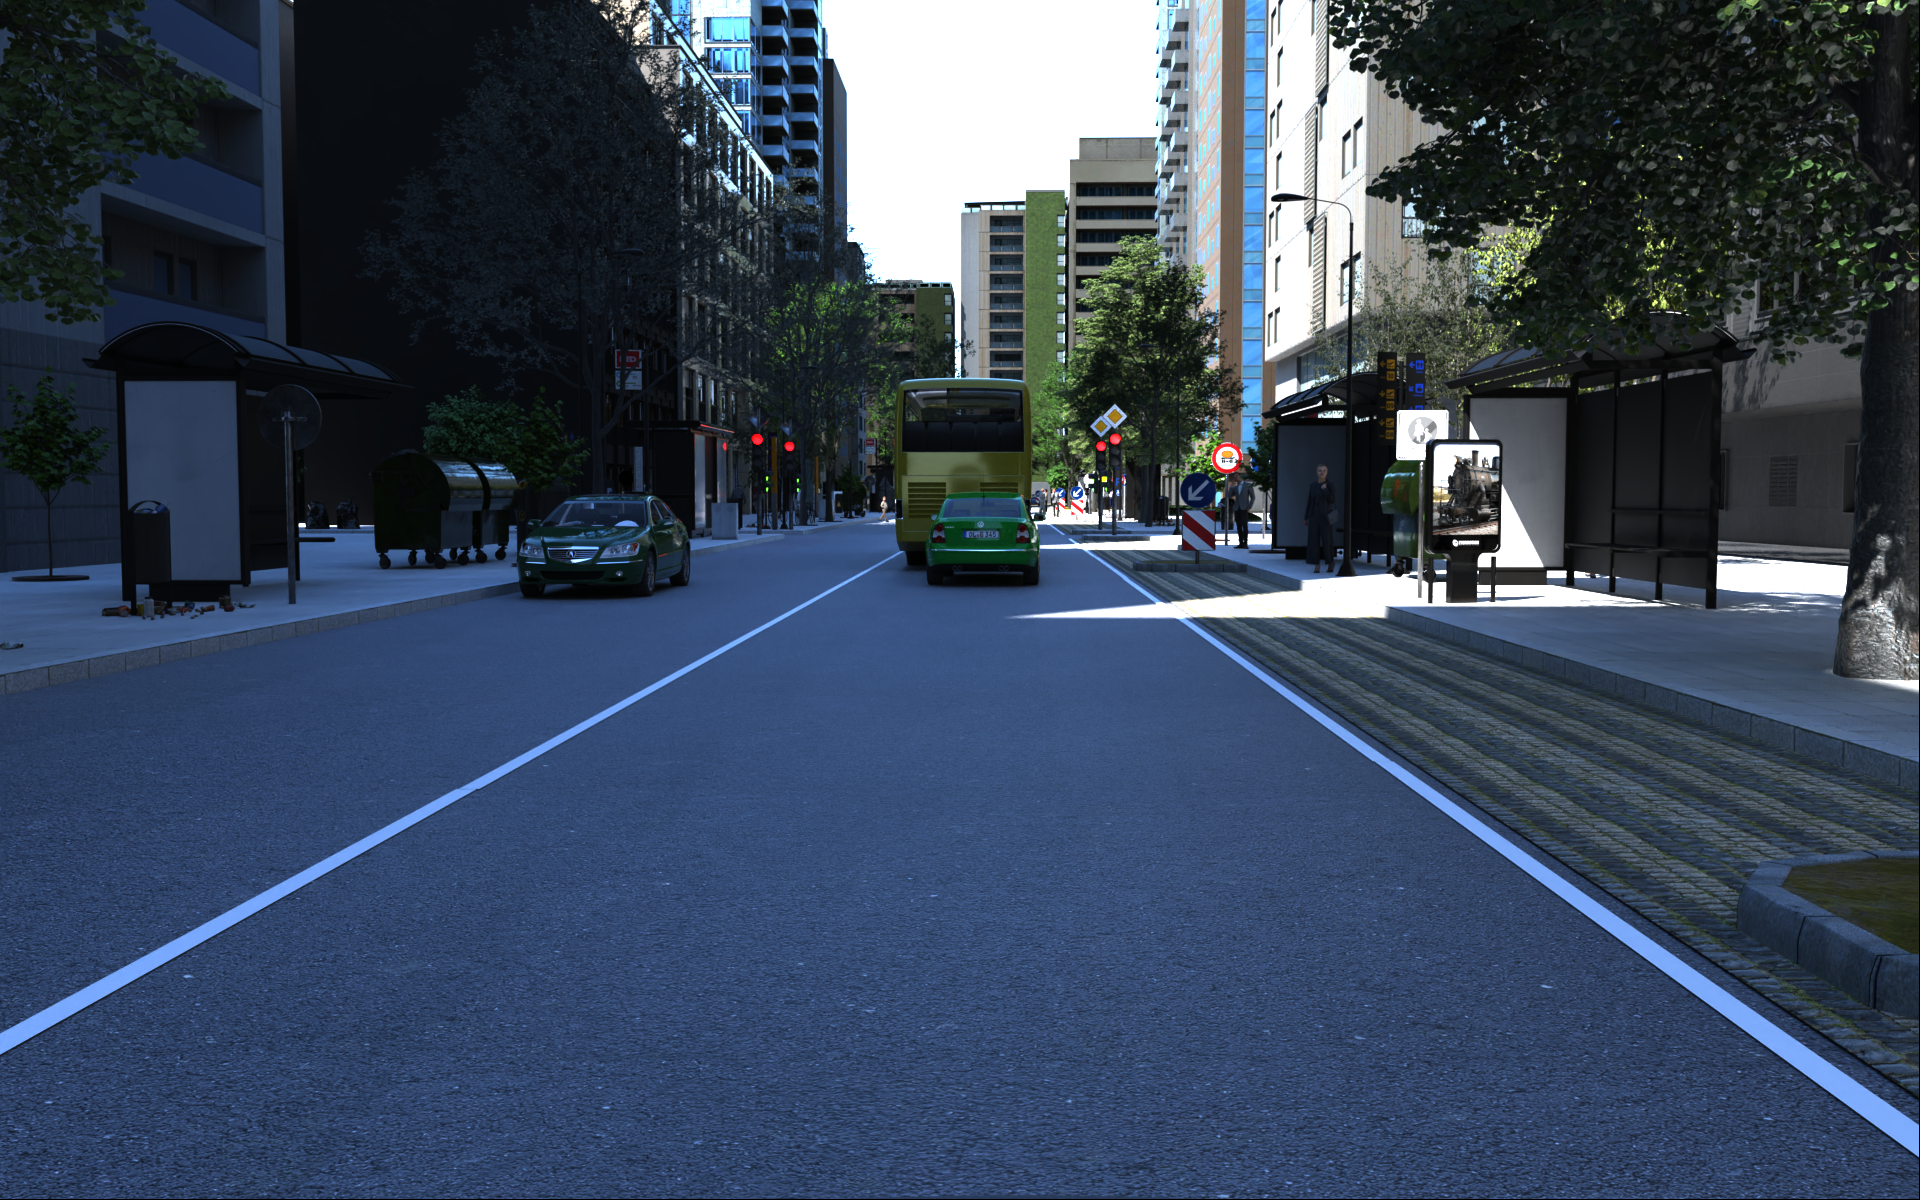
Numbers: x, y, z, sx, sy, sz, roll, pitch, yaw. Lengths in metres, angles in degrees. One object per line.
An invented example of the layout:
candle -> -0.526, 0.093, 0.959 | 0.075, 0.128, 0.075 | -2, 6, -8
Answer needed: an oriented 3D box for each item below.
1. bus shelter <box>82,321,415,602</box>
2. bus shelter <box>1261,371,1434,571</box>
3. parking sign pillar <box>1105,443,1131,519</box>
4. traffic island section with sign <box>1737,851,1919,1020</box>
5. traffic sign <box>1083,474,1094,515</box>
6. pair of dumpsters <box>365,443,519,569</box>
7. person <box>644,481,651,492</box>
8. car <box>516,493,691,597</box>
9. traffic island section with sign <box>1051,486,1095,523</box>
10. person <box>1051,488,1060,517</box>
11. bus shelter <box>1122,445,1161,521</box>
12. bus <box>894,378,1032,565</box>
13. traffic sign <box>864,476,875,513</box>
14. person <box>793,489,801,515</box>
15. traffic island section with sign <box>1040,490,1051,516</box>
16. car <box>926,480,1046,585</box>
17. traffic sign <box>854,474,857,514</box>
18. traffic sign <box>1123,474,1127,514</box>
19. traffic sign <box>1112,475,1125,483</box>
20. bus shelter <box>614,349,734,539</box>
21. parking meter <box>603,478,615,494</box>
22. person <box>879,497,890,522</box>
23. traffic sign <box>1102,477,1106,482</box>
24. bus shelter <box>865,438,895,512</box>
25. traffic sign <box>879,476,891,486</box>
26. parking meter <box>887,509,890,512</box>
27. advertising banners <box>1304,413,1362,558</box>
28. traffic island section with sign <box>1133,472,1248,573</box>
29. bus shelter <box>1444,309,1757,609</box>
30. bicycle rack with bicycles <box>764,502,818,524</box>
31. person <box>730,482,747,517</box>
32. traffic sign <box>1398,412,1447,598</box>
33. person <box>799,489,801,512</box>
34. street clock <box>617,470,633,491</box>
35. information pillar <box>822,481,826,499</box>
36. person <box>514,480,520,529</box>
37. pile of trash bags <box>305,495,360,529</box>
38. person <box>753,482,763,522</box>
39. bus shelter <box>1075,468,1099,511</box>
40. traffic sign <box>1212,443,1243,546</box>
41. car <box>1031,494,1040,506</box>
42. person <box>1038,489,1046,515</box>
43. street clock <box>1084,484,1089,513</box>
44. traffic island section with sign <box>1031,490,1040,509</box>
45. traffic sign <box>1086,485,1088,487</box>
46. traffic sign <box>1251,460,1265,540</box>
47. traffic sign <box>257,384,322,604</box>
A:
bus shelter -> -9.187, -1.783, 23.075 | 2.014, 3.302, 5.546 | 0, 4, 2
bus shelter -> 6.863, -2.289, 31.355 | 2.014, 3.302, 5.546 | 0, 4, 1
parking sign pillar -> 8.352, -6.281, 91.164 | 1.447, 3.967, 1.447 | 0, 4, 5
traffic island section with sign -> 3.526, 0.212, 5.168 | 1.989, 1.847, 2.006 | 0, 4, 2
traffic sign -> 8.076, -6.594, 107.915 | 0.768, 2.556, 0.104 | 1, 4, 10
pair of dumpsters -> -9.359, -1.774, 31.501 | 1.574, 2.255, 4.437 | 0, 4, 1
person -> -12.057, -3.656, 65.996 | 0.592, 1.802, 0.473 | 0, 4, -1
car -> -5.198, -0.852, 25.736 | 2.131, 1.459, 4.920 | 0, 4, 1
traffic island section with sign -> 5.717, -4.767, 86.574 | 1.989, 1.847, 2.006 | 0, 4, 2
person -> 5.939, -6.039, 107.421 | 0.592, 1.802, 0.473 | 0, 4, 5
bus shelter -> 8.857, -5.752, 85.335 | 1.731, 3.624, 6.357 | 0, 4, 1
bus -> 0.132, -2.828, 37.790 | 2.896, 3.916, 12.252 | 0, 4, 1
traffic sign -> -6.236, -7.310, 119.626 | 0.768, 2.556, 0.104 | 1, 4, 11
person -> -9.189, -5.626, 97.899 | 0.514, 1.842, 0.818 | 0, 4, -3
traffic island section with sign -> 6.443, -6.420, 113.602 | 1.989, 1.847, 2.006 | 0, 4, 2
car -> 0.440, -1.219, 28.720 | 1.959, 1.807, 4.718 | 0, 4, 3
traffic sign -> -6.784, -6.839, 111.931 | 0.768, 2.556, 0.104 | 1, 4, 11
traffic sign -> 10.348, -6.709, 109.797 | 0.768, 2.556, 0.104 | 0, 4, 3
traffic sign -> 9.645, -6.439, 105.387 | 0.768, 2.556, 0.104 | 0, 4, 4
bus shelter -> -8.371, -4.460, 50.556 | 2.179, 5.291, 8.768 | 0, 4, 2
parking meter -> -12.579, -3.448, 62.083 | 0.399, 1.863, 0.255 | -2, 4, -26
person -> -3.857, -4.630, 88.473 | 0.640, 1.303, 0.475 | 2, 4, 24
traffic sign -> 8.745, -6.454, 105.254 | 0.795, 2.593, 0.064 | 0, 4, 8
bus shelter -> -5.695, -9.161, 127.413 | 2.179, 5.291, 8.768 | 0, 4, 1
traffic sign -> -5.244, -7.389, 120.807 | 0.884, 2.594, 0.081 | 0, 4, 4
parking meter -> -5.114, -6.985, 122.620 | 0.372, 1.533, 0.369 | 0, 3, 0
advertising banners -> 7.567, -2.392, 35.292 | 0.090, 3.025, 2.074 | -1, 4, -21
traffic island section with sign -> 4.260, -1.452, 32.369 | 1.989, 1.847, 2.006 | 0, 4, 2
bus shelter -> 7.762, -1.701, 21.741 | 2.014, 3.302, 5.546 | 0, 4, 2
bicycle rack with bicycles -> -7.313, -3.814, 75.743 | 2.852, 0.926, 2.925 | 1, 4, 16
person -> -9.245, -4.031, 72.344 | 0.661, 1.777, 0.834 | 0, 4, -1
traffic sign -> 5.672, -1.173, 21.306 | 0.606, 2.300, 0.079 | 1, 4, 9
person -> -11.507, -7.280, 126.067 | 0.522, 1.701, 0.512 | 1, 4, 18
street clock -> -10.115, -2.929, 52.456 | 0.471, 2.002, 0.358 | -1, 4, -21
information pillar -> -7.749, -5.800, 99.327 | 0.304, 2.012, 0.304 | 0, 4, -1
person -> -16.262, -3.532, 63.968 | 0.419, 1.800, 0.721 | 3, 5, 43
pile of trash bags -> -22.443, -3.309, 63.862 | 3.447, 1.369, 1.912 | 0, 4, -5
person -> -9.149, -4.434, 78.507 | 0.580, 1.828, 0.573 | 3, 5, 39
bus shelter -> 9.806, -8.388, 131.072 | 2.014, 3.302, 5.546 | 0, 4, 1
traffic sign -> 6.618, -2.621, 42.963 | 0.768, 2.556, 0.104 | 0, 4, 7
car -> 8.610, -11.698, 203.262 | 2.014, 1.417, 4.499 | 0, 3, 0
person -> 5.145, -6.067, 108.121 | 0.576, 1.772, 0.534 | 2, 4, 29
street clock -> 8.469, -6.781, 115.431 | 0.358, 2.002, 0.471 | 2, 4, 30
traffic island section with sign -> 7.783, -9.485, 163.702 | 1.989, 1.847, 2.006 | 0, 4, 2
traffic sign -> 8.533, -6.804, 113.376 | 0.606, 2.300, 0.079 | 0, 4, 7
traffic sign -> 8.529, -2.965, 48.580 | 0.768, 2.556, 0.104 | 1, 4, 9
traffic sign -> -7.803, -1.227, 20.161 | 0.768, 2.556, 0.104 | 0, 4, 4
